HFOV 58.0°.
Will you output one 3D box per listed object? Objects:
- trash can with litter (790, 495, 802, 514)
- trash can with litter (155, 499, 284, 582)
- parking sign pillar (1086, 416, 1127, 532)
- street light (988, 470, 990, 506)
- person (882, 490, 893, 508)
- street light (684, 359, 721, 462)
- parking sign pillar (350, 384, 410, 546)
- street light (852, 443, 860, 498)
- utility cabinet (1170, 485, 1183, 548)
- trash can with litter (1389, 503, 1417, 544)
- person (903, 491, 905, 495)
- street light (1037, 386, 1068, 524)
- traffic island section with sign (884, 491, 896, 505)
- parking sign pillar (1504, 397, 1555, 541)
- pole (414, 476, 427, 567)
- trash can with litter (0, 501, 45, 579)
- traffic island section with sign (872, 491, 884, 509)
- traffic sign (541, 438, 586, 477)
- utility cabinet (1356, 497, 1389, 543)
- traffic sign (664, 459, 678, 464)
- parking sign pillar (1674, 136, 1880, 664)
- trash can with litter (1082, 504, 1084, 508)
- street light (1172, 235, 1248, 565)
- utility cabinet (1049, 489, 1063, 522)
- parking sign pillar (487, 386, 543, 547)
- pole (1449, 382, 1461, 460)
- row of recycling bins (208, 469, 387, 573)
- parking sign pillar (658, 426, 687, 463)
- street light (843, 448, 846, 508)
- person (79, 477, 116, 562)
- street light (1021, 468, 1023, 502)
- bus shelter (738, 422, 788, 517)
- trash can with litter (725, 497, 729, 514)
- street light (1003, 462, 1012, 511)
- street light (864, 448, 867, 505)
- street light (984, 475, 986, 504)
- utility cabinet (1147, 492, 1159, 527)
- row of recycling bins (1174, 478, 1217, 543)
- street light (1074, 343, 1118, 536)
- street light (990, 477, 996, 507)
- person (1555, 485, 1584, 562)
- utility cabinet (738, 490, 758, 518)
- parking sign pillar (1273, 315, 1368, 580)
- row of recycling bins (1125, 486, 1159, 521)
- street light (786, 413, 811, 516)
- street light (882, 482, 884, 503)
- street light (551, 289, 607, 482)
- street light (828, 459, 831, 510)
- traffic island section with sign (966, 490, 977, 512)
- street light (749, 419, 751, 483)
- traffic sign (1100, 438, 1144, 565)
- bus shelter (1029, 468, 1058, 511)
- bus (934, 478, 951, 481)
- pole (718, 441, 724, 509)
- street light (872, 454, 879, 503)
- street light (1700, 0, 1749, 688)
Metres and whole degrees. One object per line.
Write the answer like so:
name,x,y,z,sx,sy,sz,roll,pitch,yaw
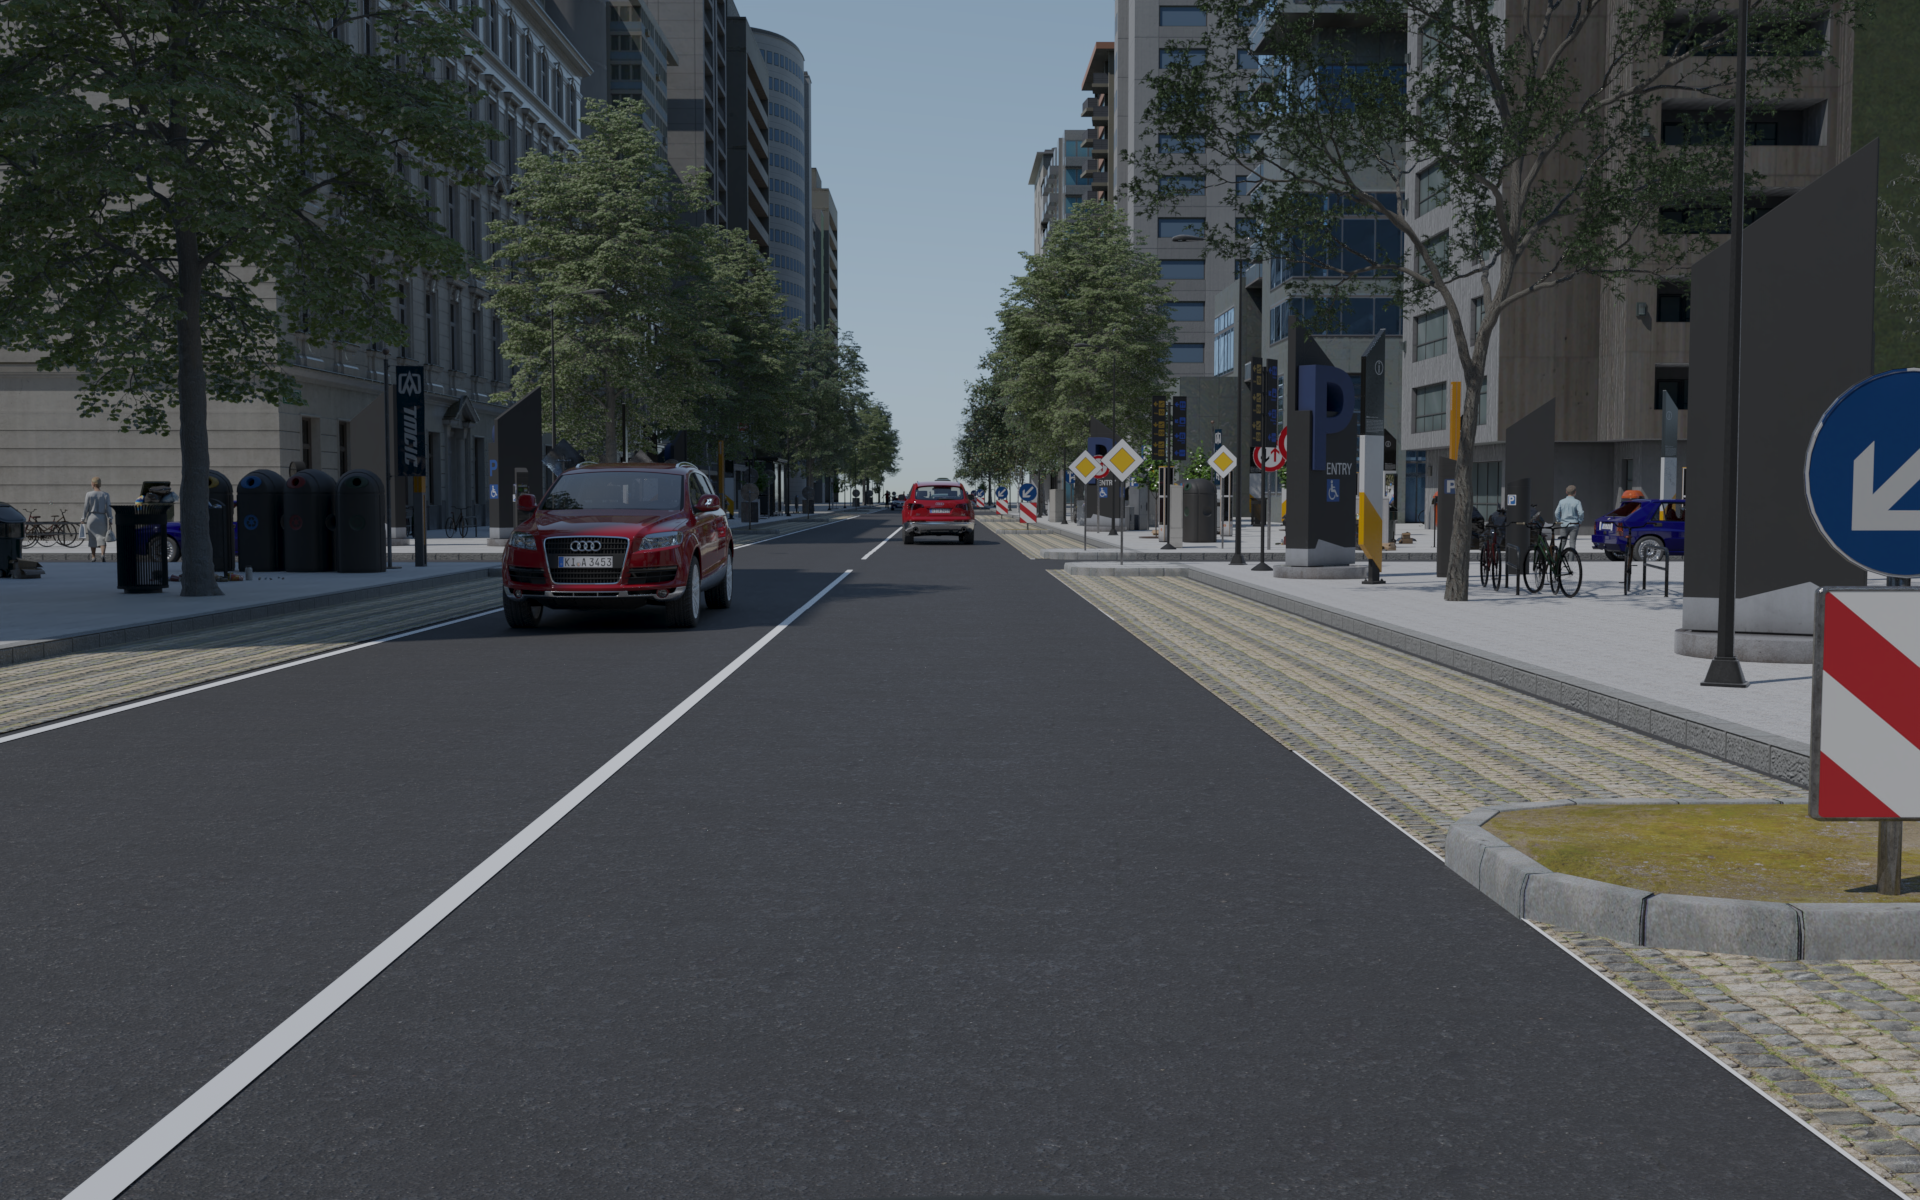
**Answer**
trash can with litter,-10.528,-6.242,113.113,1.678,1.210,2.233,0,3,0
trash can with litter,-11.384,-0.901,25.782,2.233,1.210,1.678,1,4,19
parking sign pillar,4.985,-4.328,59.234,1.447,3.967,1.447,2,4,34
street light,3.238,-10.885,150.513,1.470,5.913,1.316,0,4,-1
person,-7.236,-10.013,172.175,1.348,1.831,0.705,2,4,24
street light,-8.932,-5.332,59.712,1.470,5.913,1.316,0,4,-1
parking sign pillar,-14.428,-3.331,42.935,1.447,3.967,1.447,1,4,20
street light,-9.827,-11.212,155.859,1.470,5.913,1.316,0,4,-1
utility cabinet,5.166,-2.005,41.459,0.318,1.500,1.173,0,4,5
trash can with litter,11.184,-2.032,44.605,1.055,1.170,0.624,0,4,-6
person,-8.506,-15.643,263.900,0.705,1.869,1.348,1,4,16
street light,3.894,-6.163,73.304,1.470,5.913,1.316,0,4,-1
traffic island section with sign,-9.117,-13.038,221.797,1.989,1.847,2.006,0,4,-1
parking sign pillar,15.888,-3.661,48.322,1.447,3.967,1.447,1,4,18
pole,-9.535,-2.245,30.546,0.158,3.312,0.155,0,3,0
trash can with litter,-14.412,-0.923,26.473,1.055,1.170,0.624,2,4,27
traffic island section with sign,-8.535,-9.606,165.693,1.989,1.847,2.006,0,4,-1
traffic sign,-7.125,-1.683,31.154,0.795,2.450,0.064,0,4,-1
utility cabinet,9.767,-1.859,41.554,1.020,1.237,0.306,1,4,14
traffic sign,-10.528,-3.862,63.253,0.768,2.556,0.104,0,4,5
parking sign pillar,6.460,-1.540,13.655,1.447,3.967,1.447,2,4,30
trash can with litter,5.010,-3.161,63.068,1.055,1.170,0.624,-1,4,-13
street light,4.495,-3.588,31.203,1.470,5.913,1.316,0,4,-1
utility cabinet,4.403,-4.248,78.140,0.318,1.500,1.173,2,4,28
parking sign pillar,-10.978,-3.322,42.795,1.447,3.967,1.447,3,5,41
pole,8.991,-2.303,31.502,0.158,3.312,0.155,0,3,0
row of recycling bins,-11.179,-1.319,28.679,3.534,1.692,1.069,1,4,9
parking sign pillar,-10.737,-4.708,65.442,1.447,3.967,1.447,1,4,13
street light,-9.728,-10.004,136.101,1.470,5.913,1.316,0,4,-1
person,-17.455,-1.598,34.981,0.694,1.780,0.624,-1,4,-18
street light,3.730,-7.371,93.061,1.470,5.913,1.316,0,4,-1
bus shelter,-11.330,-7.429,99.089,2.179,5.291,8.768,0,4,-1
trash can with litter,-11.027,-4.101,78.442,1.055,1.170,0.624,-2,4,-28
street light,3.545,-8.618,113.445,1.470,5.913,1.316,0,4,-1
street light,-10.059,-12.443,175.979,1.470,5.913,1.316,0,4,-1
street light,2.889,-12.093,170.268,1.470,5.913,1.316,0,4,-1
utility cabinet,7.142,-3.597,67.487,1.173,1.500,0.318,3,4,36
row of recycling bins,6.346,-2.444,47.076,1.069,1.692,3.534,0,4,-1
street light,4.213,-4.955,53.548,1.470,5.913,1.316,0,4,-1
street light,3.238,-9.665,130.566,1.470,5.913,1.316,0,4,-1
person,12.028,-1.458,34.155,0.330,1.601,0.589,-3,5,-43
utility cabinet,-11.321,-5.131,92.574,1.173,1.500,0.318,3,4,36
parking sign pillar,5.555,-2.329,26.557,1.447,3.967,1.447,-3,5,-44
row of recycling bins,7.892,-4.642,83.002,3.534,1.692,1.069,2,4,29
street light,-9.307,-7.757,99.363,1.470,5.913,1.316,0,4,-1
street light,-10.520,-15.037,218.391,1.470,5.913,1.316,0,4,-1
street light,-8.694,-4.088,39.381,1.470,5.913,1.316,0,4,-1
street light,-9.472,-8.774,115.989,1.470,5.913,1.316,0,4,-1
traffic island section with sign,1.507,-7.975,139.013,1.989,1.847,2.006,0,4,-1
street light,-9.139,-6.548,79.606,1.470,5.913,1.316,0,4,-1
traffic sign,2.919,-1.688,31.237,0.795,2.450,0.064,0,4,-1
bus shelter,5.357,-7.186,111.417,2.014,3.302,5.546,0,4,0
bus,-2.571,-16.354,258.933,2.896,3.916,12.252,0,4,0
pole,-9.110,-4.419,66.093,0.158,3.312,0.155,0,3,0
street light,-10.325,-13.828,198.635,1.470,5.913,1.316,0,4,-1
street light,4.591,-2.379,11.445,1.470,5.913,1.316,0,4,-1
